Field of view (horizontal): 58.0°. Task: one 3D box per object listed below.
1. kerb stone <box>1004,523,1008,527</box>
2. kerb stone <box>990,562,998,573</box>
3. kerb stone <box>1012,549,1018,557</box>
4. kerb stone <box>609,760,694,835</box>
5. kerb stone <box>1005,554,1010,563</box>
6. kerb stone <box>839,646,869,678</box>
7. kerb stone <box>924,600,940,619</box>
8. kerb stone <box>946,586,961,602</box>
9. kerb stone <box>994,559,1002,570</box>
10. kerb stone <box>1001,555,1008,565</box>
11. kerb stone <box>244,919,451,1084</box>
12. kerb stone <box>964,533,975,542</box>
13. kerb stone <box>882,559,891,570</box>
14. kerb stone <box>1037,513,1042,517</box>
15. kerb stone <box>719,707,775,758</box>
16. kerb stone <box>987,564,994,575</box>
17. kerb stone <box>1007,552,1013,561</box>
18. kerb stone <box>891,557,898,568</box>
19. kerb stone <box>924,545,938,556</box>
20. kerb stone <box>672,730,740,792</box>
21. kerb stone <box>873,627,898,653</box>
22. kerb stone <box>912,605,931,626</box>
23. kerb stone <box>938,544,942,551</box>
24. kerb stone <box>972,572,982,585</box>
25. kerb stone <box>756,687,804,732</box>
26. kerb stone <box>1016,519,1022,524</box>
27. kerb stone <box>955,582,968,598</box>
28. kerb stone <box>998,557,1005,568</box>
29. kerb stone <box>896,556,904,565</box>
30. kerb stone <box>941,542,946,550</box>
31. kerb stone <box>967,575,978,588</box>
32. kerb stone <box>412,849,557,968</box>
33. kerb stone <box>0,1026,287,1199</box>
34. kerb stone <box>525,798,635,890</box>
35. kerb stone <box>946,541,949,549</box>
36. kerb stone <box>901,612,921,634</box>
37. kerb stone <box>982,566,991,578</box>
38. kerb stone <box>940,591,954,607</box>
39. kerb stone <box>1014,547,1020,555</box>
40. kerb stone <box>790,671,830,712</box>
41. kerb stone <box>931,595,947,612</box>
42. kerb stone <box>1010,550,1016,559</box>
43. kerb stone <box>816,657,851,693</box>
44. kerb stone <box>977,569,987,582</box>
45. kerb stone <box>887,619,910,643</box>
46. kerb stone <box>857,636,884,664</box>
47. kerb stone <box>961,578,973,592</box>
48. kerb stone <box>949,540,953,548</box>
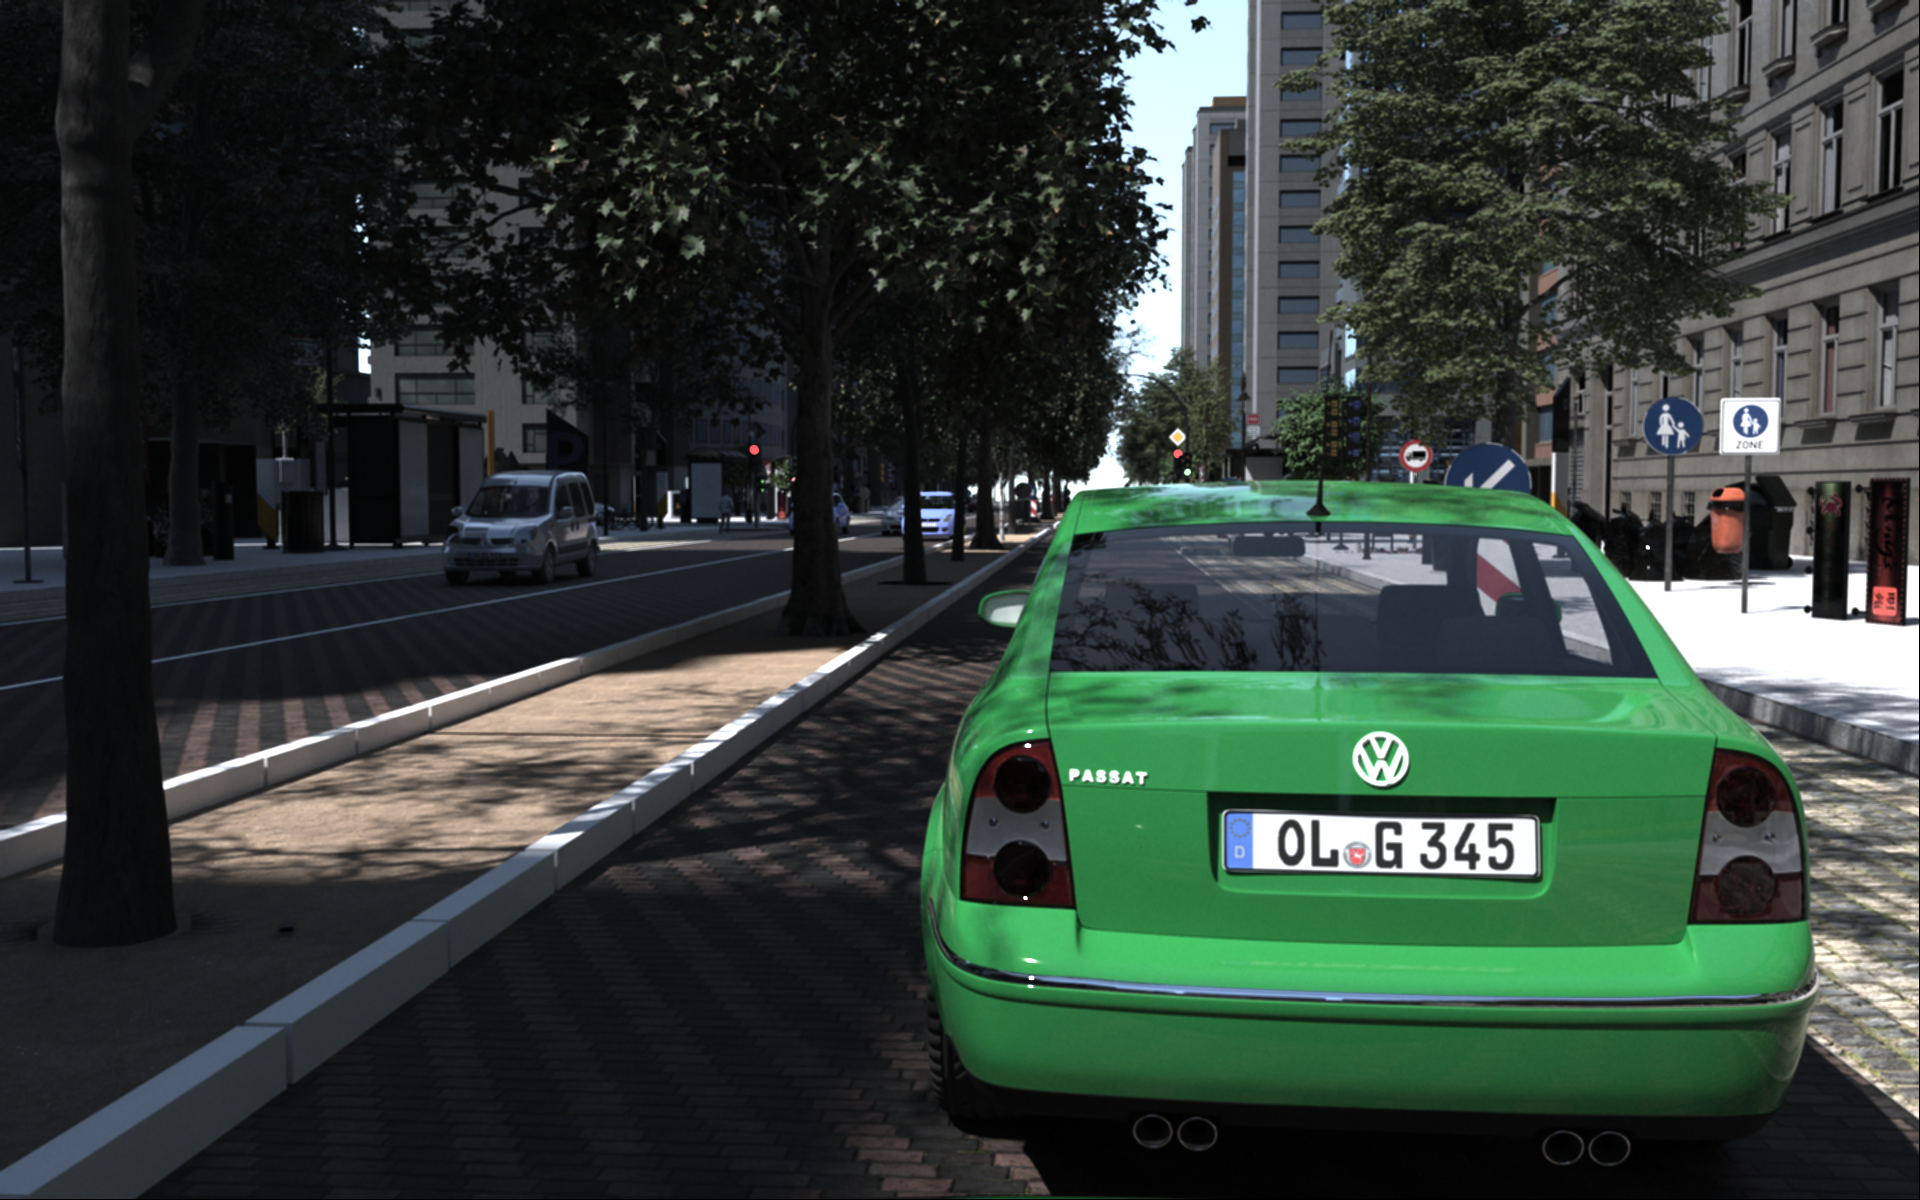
[{"bbox_3d":[2.125,-3.279,75.896,0.120,0.150,1.000,0,4,5],"label":"kerb stone"},{"bbox_3d":[0.552,-0.552,31.257,0.120,0.150,1.000,0,4,5],"label":"kerb stone"},{"bbox_3d":[1.143,-0.987,38.418,0.120,0.150,1.000,0,4,5],"label":"kerb stone"},{"bbox_3d":[-1.384,0.882,7.776,0.120,0.150,1.000,0,4,5],"label":"kerb stone"},{"bbox_3d":[0.885,-0.802,35.339,0.120,0.150,1.000,0,4,5],"label":"kerb stone"},{"bbox_3d":[-0.875,0.507,13.909,0.120,0.150,1.000,0,4,5],"label":"kerb stone"},{"bbox_3d":[-0.368,0.132,20.032,0.120,0.150,1.000,0,4,5],"label":"kerb stone"},{"bbox_3d":[-0.121,-0.055,23.092,0.120,0.150,1.000,0,4,5],"label":"kerb stone"},{"bbox_3d":[0.638,-0.616,32.275,0.120,0.150,1.000,0,4,5],"label":"kerb stone"},{"bbox_3d":[0.806,-0.741,34.320,0.120,0.150,1.000,0,4,5],"label":"kerb stone"},{"bbox_3d":[-1.637,1.070,4.703,0.120,0.150,1.000,0,4,5],"label":"kerb stone"},{"bbox_3d":[0.303,-1.937,53.929,0.120,0.150,1.000,0,4,5],"label":"kerb stone"},{"bbox_3d":[-1.458,-0.629,32.472,0.120,0.150,1.000,0,4,5],"label":"kerb stone"},{"bbox_3d":[5.406,-5.722,115.753,0.120,0.150,1.000,0,4,5],"label":"kerb stone"},{"bbox_3d":[-1.219,0.757,9.823,0.120,0.150,1.000,0,4,5],"label":"kerb stone"},{"bbox_3d":[0.464,-0.492,30.238,0.120,0.150,1.000,0,4,5],"label":"kerb stone"},{"bbox_3d":[0.975,-0.861,36.367,0.120,0.150,1.000,0,4,5],"label":"kerb stone"},{"bbox_3d":[-1.371,-0.687,33.495,0.120,0.150,1.000,0,4,5],"label":"kerb stone"},{"bbox_3d":[-0.704,-1.191,41.676,0.120,0.150,1.000,0,4,5],"label":"kerb stone"},{"bbox_3d":[-1.297,0.819,8.804,0.120,0.150,1.000,0,4,5],"label":"kerb stone"},{"bbox_3d":[-0.711,0.383,15.947,0.120,0.150,1.000,0,4,5],"label":"kerb stone"},{"bbox_3d":[-0.458,0.195,19.008,0.120,0.150,1.000,0,4,5],"label":"kerb stone"},{"bbox_3d":[-0.617,-1.245,42.695,0.120,0.150,1.000,0,4,5],"label":"kerb stone"},{"bbox_3d":[0.217,-0.304,27.170,0.120,0.150,1.000,0,4,5],"label":"kerb stone"},{"bbox_3d":[-1.136,0.694,10.853,0.120,0.150,1.000,0,4,5],"label":"kerb stone"},{"bbox_3d":[3.043,-3.971,87.123,0.120,0.150,1.000,0,4,5],"label":"kerb stone"},{"bbox_3d":[-0.029,-0.117,24.110,0.120,0.150,1.000,0,4,5],"label":"kerb stone"},{"bbox_3d":[0.728,-0.679,33.295,0.120,0.150,1.000,0,4,5],"label":"kerb stone"},{"bbox_3d":[-1.288,-0.754,34.520,0.120,0.150,1.000,0,4,5],"label":"kerb stone"},{"bbox_3d":[-0.532,-1.312,43.717,0.120,0.150,1.000,0,4,5],"label":"kerb stone"},{"bbox_3d":[0.133,-0.242,26.148,0.120,0.150,1.000,0,4,5],"label":"kerb stone"},{"bbox_3d":[-1.558,1.010,5.730,0.120,0.150,1.000,0,4,5],"label":"kerb stone"},{"bbox_3d":[-1.724,1.133,3.677,0.120,0.150,1.000,0,4,5],"label":"kerb stone"},{"bbox_3d":[-1.472,0.944,6.757,0.120,0.150,1.000,0,4,5],"label":"kerb stone"},{"bbox_3d":[-0.450,-1.379,44.739,0.120,0.150,1.000,0,4,5],"label":"kerb stone"},{"bbox_3d":[-0.540,0.262,17.990,0.120,0.150,1.000,0,4,5],"label":"kerb stone"},{"bbox_3d":[0.390,-0.429,29.211,0.120,0.150,1.000,0,4,5],"label":"kerb stone"},{"bbox_3d":[-0.210,0.015,22.071,0.120,0.150,1.000,0,4,5],"label":"kerb stone"},{"bbox_3d":[1.223,-1.051,39.439,0.120,0.150,1.000,0,4,5],"label":"kerb stone"},{"bbox_3d":[-1.046,0.634,11.872,0.120,0.150,1.000,0,4,5],"label":"kerb stone"},{"bbox_3d":[-0.293,0.070,21.051,0.120,0.150,1.000,0,4,5],"label":"kerb stone"},{"bbox_3d":[1.061,-0.925,37.389,0.120,0.150,1.000,0,4,5],"label":"kerb stone"},{"bbox_3d":[-0.960,0.569,12.890,0.120,0.150,1.000,0,4,5],"label":"kerb stone"},{"bbox_3d":[0.298,-0.367,28.192,0.120,0.150,1.000,0,4,5],"label":"kerb stone"},{"bbox_3d":[-0.626,0.320,16.969,0.120,0.150,1.000,0,4,5],"label":"kerb stone"},{"bbox_3d":[-0.797,0.448,14.928,0.120,0.150,1.000,0,4,5],"label":"kerb stone"},{"bbox_3d":[0.054,-0.178,25.129,0.120,0.150,1.000,0,4,5],"label":"kerb stone"},{"bbox_3d":[-0.360,-1.441,45.757,0.120,0.150,1.000,0,4,5],"label":"kerb stone"}]
